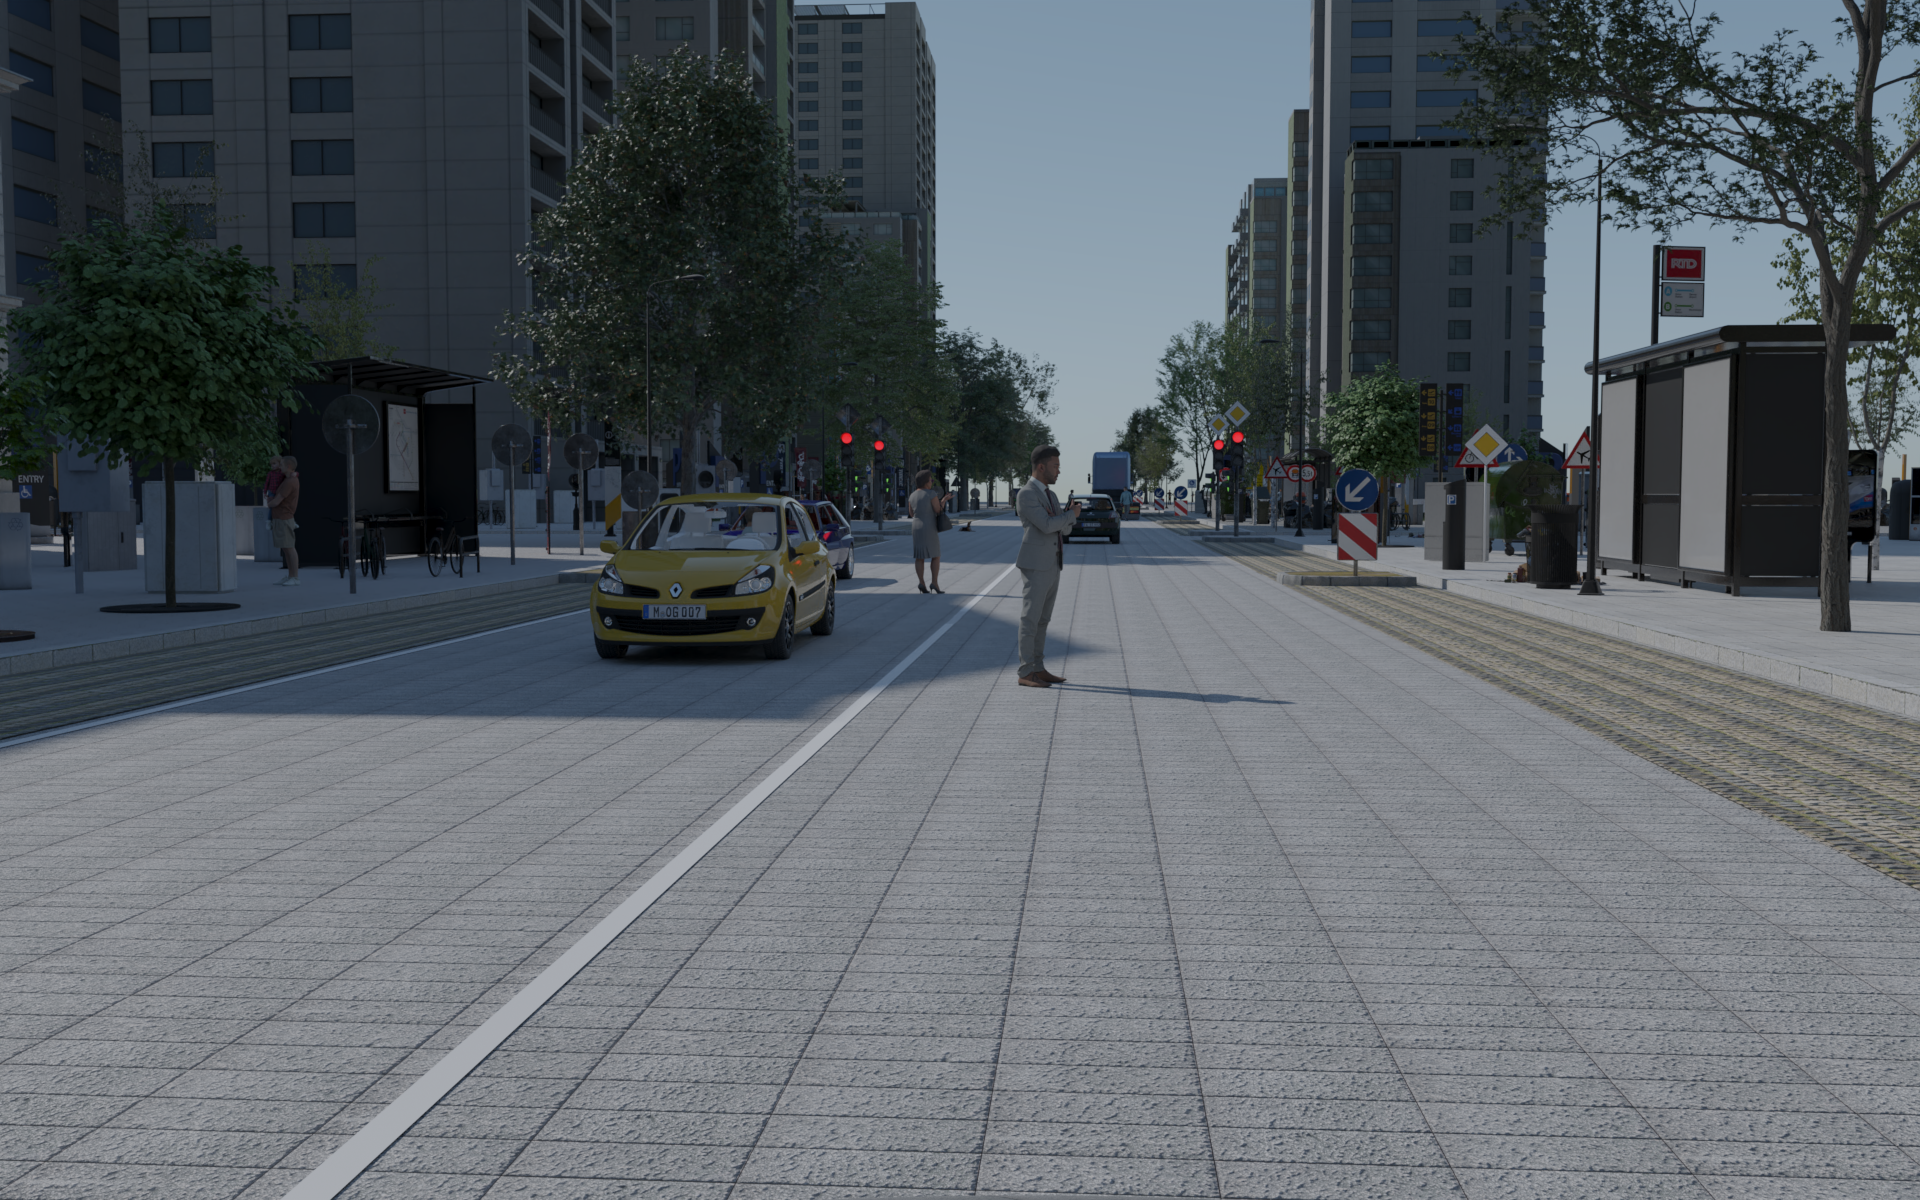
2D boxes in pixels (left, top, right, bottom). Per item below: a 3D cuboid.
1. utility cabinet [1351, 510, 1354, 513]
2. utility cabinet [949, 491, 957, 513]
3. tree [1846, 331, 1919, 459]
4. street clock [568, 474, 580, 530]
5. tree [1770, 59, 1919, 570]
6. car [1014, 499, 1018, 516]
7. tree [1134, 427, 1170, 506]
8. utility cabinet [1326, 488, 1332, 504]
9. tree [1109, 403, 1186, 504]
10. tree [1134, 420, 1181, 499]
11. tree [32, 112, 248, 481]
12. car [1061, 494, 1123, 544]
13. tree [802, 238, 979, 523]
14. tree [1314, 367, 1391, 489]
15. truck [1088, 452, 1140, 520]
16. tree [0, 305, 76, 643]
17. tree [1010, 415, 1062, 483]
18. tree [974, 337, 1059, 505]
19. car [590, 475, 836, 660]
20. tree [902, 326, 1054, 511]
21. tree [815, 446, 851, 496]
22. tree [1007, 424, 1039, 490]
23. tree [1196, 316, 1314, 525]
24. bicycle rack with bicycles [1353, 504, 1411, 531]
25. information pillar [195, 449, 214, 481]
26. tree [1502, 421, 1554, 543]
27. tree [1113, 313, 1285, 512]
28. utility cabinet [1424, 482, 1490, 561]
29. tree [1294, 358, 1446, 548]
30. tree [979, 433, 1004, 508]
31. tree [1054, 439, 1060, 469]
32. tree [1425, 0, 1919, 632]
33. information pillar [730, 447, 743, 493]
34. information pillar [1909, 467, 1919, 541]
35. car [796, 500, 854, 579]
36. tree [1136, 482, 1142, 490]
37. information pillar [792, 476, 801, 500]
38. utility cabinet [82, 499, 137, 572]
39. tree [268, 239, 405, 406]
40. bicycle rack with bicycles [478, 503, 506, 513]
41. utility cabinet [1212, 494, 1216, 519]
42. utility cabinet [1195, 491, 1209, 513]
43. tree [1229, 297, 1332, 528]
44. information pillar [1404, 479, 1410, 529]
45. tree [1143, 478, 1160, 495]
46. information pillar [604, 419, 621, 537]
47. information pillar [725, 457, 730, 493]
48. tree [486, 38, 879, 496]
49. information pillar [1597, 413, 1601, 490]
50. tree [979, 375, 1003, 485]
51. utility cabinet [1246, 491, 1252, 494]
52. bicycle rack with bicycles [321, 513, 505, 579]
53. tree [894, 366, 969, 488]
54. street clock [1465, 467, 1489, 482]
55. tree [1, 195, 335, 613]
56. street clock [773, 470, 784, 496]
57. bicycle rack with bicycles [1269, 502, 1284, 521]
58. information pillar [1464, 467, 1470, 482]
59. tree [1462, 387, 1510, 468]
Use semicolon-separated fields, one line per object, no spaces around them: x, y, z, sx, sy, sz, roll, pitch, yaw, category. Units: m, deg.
16.231;-3.734;72.220;1.020;1.237;0.306;-3;4;-37;utility cabinet
-0.477;-6.493;114.835;0.318;1.500;1.173;-1;4;-12;utility cabinet
40.558;-7.702;76.285;4.360;8.622;3.978;0;3;0;tree
-13.577;-3.468;61.275;0.471;2.002;0.358;-3;5;-43;street clock
15.558;-4.819;29.148;4.737;8.622;4.395;0;3;0;tree
4.515;-6.410;113.603;1.959;1.807;4.718;0;4;3;car
21.316;-14.785;192.100;4.360;8.622;3.978;0;3;0;tree
14.835;-3.682;68.887;0.318;1.500;1.173;0;4;1;utility cabinet
23.573;-18.477;219.101;9.611;12.733;9.660;0;3;0;tree
19.177;-13.230;166.677;4.737;8.622;4.395;0;3;0;tree
-15.580;-5.091;33.598;4.360;8.622;3.978;0;3;0;tree
3.829;-2.529;51.128;2.009;1.686;4.222;0;4;3;car
-3.619;-9.698;76.684;7.486;12.596;7.792;0;3;0;tree
24.012;-9.190;100.626;4.737;8.622;4.395;0;3;0;tree
9.280;-7.016;104.473;2.967;4.110;18.799;0;4;4;truck
-8.761;-1.247;14.988;1.663;3.219;1.824;0;3;0;tree
10.307;-21.543;262.590;12.009;13.543;11.850;0;3;0;tree
6.028;-21.536;207.998;12.611;20.169;13.585;0;3;0;tree
-2.229;-0.369;16.253;2.015;1.641;3.980;0;4;4;car
0.189;-13.660;130.003;9.857;13.997;8.962;0;3;0;tree
-5.123;-4.481;67.862;1.663;3.219;1.824;0;3;0;tree
6.822;-18.464;227.636;9.928;11.665;9.643;0;3;0;tree
11.896;-7.382;71.057;4.737;8.622;4.395;0;3;0;tree
14.745;-2.923;61.176;2.925;0.926;2.852;-2;4;-26;bicycle rack with bicycles
-17.105;-2.925;39.184;0.183;3.616;0.504;1;4;22;information pillar
14.822;-3.141;45.950;1.663;3.219;1.824;0;3;0;tree
15.084;-10.698;100.674;9.928;11.665;9.643;0;3;0;tree
9.464;-1.486;32.970;1.173;1.500;0.318;3;5;41;utility cabinet
10.214;-3.560;41.914;4.285;4.588;4.351;0;3;0;tree
2.324;-12.569;155.868;4.360;8.622;3.978;0;3;0;tree
12.135;-23.373;288.799;9.857;13.997;8.962;0;3;0;tree
7.867;-4.983;15.887;7.601;10.594;8.767;-1;4;-10;tree
-10.817;-5.700;84.549;0.504;3.616;0.183;0;4;-6;information pillar
26.165;-2.619;47.308;0.304;2.012;0.304;-3;5;-43;information pillar
-2.818;-0.943;27.994;1.945;1.354;3.894;0;4;6;car
24.130;-14.201;226.789;1.663;3.219;1.824;0;3;0;tree
-6.692;-4.058;70.840;0.304;2.012;0.304;-1;4;-19;information pillar
-14.305;-1.093;29.038;0.306;1.237;1.020;1;4;20;utility cabinet
-17.873;-6.084;49.838;4.737;8.622;4.395;0;3;0;tree
-19.332;-3.508;70.739;2.852;0.926;2.925;-3;5;-41;bicycle rack with bicycles
13.406;-4.913;89.007;0.318;1.500;1.173;-2;4;-25;utility cabinet
16.113;-6.466;114.395;1.173;1.500;0.318;2;4;24;utility cabinet
11.925;-7.046;65.568;4.360;8.622;3.978;0;3;0;tree
16.461;-4.429;63.762;0.183;3.616;0.504;0;4;6;information pillar
21.169;-11.743;186.591;1.663;3.219;1.824;0;3;0;tree
-10.473;-3.720;52.182;0.504;3.616;0.183;0;3;0;information pillar
-14.485;-7.202;109.114;0.504;3.616;0.183;1;4;11;information pillar
-6.909;-7.762;43.913;9.611;12.733;9.660;0;3;0;tree
16.172;-3.186;43.451;0.504;3.616;0.183;-1;4;-10;information pillar
0.436;-13.973;146.593;7.486;12.596;7.792;0;3;0;tree
20.795;-7.115;125.011;0.318;1.500;1.173;0;4;-6;utility cabinet
-8.747;-0.841;27.126;2.852;0.926;2.925;0;4;-6;bicycle rack with bicycles
-1.911;-9.038;98.134;4.737;8.622;4.395;0;3;0;tree
11.382;-2.052;38.128;0.471;2.002;0.358;3;4;38;street clock
-8.735;-2.165;19.110;4.285;4.588;4.351;0;3;0;tree
-5.357;-2.851;51.177;0.358;2.002;0.471;0;4;4;street clock
15.643;-4.308;83.810;2.852;0.926;2.925;-1;4;-23;bicycle rack with bicycles
13.609;-2.555;46.272;0.304;2.012;0.304;1;4;11;information pillar
34.418;-10.139;116.129;4.737;8.622;4.395;0;3;0;tree
